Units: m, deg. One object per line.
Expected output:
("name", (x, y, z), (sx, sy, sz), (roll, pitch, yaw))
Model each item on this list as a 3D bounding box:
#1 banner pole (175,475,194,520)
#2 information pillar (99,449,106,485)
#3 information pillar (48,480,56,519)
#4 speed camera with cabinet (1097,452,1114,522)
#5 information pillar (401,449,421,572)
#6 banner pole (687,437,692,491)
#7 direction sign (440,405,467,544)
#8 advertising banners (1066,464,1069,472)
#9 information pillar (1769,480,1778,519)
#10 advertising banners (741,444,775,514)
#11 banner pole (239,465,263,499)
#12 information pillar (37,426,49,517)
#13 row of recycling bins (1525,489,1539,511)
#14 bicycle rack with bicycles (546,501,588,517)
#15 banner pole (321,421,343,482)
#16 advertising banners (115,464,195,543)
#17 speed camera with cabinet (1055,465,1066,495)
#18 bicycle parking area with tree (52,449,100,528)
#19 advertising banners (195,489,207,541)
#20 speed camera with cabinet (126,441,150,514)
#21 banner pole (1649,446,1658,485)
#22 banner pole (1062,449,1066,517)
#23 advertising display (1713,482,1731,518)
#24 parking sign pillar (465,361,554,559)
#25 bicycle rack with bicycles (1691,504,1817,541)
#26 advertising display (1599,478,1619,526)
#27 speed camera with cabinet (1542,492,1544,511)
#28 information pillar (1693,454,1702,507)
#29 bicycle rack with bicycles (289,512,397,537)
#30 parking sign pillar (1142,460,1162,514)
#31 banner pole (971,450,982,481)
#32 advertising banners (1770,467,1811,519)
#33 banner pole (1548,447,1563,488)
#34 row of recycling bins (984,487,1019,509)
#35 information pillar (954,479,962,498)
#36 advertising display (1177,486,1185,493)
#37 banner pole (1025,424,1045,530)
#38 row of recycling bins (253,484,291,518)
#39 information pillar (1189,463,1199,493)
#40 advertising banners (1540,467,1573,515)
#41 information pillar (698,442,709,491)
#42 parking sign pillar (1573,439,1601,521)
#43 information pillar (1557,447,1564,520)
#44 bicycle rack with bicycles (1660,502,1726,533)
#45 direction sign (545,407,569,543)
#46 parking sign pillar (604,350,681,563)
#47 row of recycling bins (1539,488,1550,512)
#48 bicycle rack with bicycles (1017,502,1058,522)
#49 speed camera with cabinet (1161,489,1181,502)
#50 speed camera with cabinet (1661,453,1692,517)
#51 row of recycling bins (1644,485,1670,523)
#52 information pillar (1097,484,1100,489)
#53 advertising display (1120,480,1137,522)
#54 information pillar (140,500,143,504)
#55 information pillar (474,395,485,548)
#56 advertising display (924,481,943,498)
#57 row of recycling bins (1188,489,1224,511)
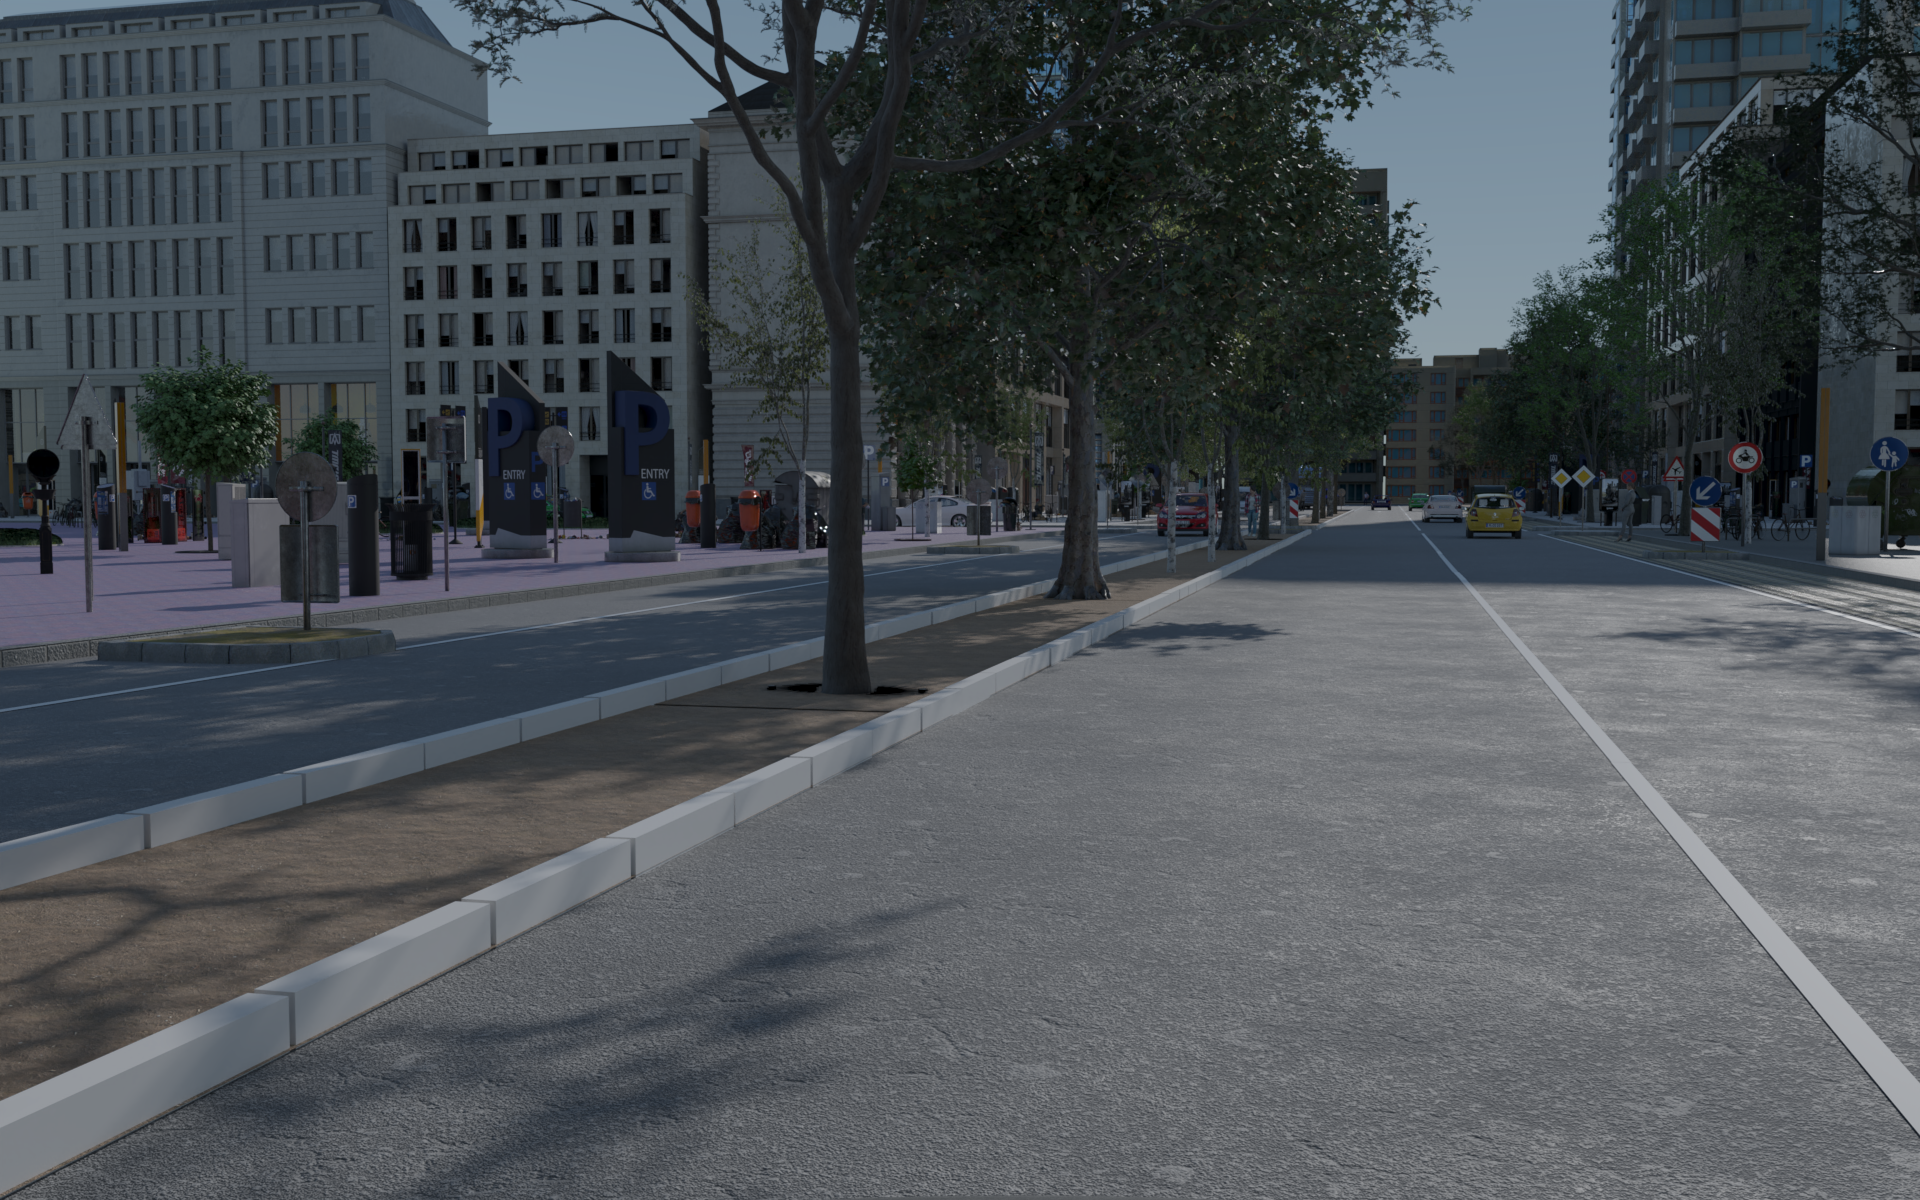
("banner pole", (-38.167, -5.845, 85.585), (0.863, 3.779, 0.401), (1, 4, 15))
("information pillar", (-43.492, -5.901, 87.841), (0.183, 3.616, 0.504), (1, 4, 10))
("information pillar", (-46.795, -5.182, 89.221), (0.304, 2.012, 0.304), (0, 4, -1))
("speed camera with cabinet", (6.719, -5.268, 80.474), (0.660, 3.252, 2.038), (1, 4, 16))
("information pillar", (-8.941, -1.453, 28.249), (0.304, 2.012, 0.304), (-1, 4, -16))
("banner pole", (-11.827, -5.257, 75.964), (0.401, 3.779, 0.863), (0, 4, 3))
("direction sign", (-12.914, -3.194, 44.227), (0.379, 3.537, 0.876), (2, 4, 27))
("advertising banners", (6.142, -5.506, 86.215), (2.074, 3.025, 0.090), (2, 4, 35))
("information pillar", (41.784, -5.167, 88.971), (0.304, 2.012, 0.304), (3, 5, 41))
("advertising banners", (-6.906, -4.013, 61.796), (2.074, 3.025, 0.090), (-3, 4, -38))
("banner pole", (-20.672, -3.708, 50.649), (0.863, 3.779, 0.401), (-3, 5, -39))
("information pillar", (-31.458, -4.163, 59.418), (0.504, 3.616, 0.183), (2, 4, 32))
("row of recycling bins", (42.948, -7.488, 129.536), (1.069, 1.692, 3.534), (1, 4, 11))
("bicycle rack with bicycles", (-20.110, -4.534, 87.521), (2.852, 0.926, 2.925), (0, 4, 5))
("banner pole", (-21.595, -4.248, 59.469), (0.863, 3.779, 0.401), (0, 4, -1))
("advertising banners", (-21.101, -2.996, 45.165), (2.074, 3.025, 0.090), (0, 4, 1))
("speed camera with cabinet", (6.842, -7.528, 117.415), (0.660, 3.252, 2.038), (0, 4, -4))
("bicycle parking area with tree", (-36.092, -4.875, 66.715), (8.231, 4.147, 9.016), (-1, 4, -18))
("advertising banners", (-20.940, -3.077, 46.503), (0.090, 3.025, 2.074), (1, 4, 12))
("speed camera with cabinet", (-30.218, -4.317, 64.926), (0.660, 3.252, 2.038), (2, 4, 29))
("banner pole", (36.235, -6.154, 90.640), (0.401, 3.779, 0.863), (-1, 4, -15))
("banner pole", (5.732, -6.453, 95.522), (0.401, 3.779, 0.863), (1, 4, 15))
("advertising display", (41.479, -5.448, 94.288), (0.974, 1.923, 0.123), (0, 4, -5))
("parking sign pillar", (-8.905, -2.833, 34.797), (1.447, 3.967, 1.447), (3, 4, 37))
("bicycle rack with bicycles", (22.447, -2.132, 48.240), (2.925, 0.926, 2.852), (-3, 4, -36))
("advertising display", (25.895, -3.908, 69.116), (0.974, 1.923, 0.123), (-2, 4, -28))
("speed camera with cabinet", (45.905, -8.558, 134.264), (2.038, 3.252, 0.660), (1, 4, 23))
("information pillar", (42.725, -6.670, 100.406), (0.504, 3.616, 0.183), (-1, 4, -14))
("bicycle rack with bicycles", (-18.269, -2.267, 50.443), (2.925, 0.926, 2.852), (0, 4, 4))
("parking sign pillar", (12.110, -7.425, 109.869), (1.447, 3.967, 1.447), (0, 4, -6))
("banner pole", (0.881, -6.587, 97.716), (0.863, 3.779, 0.401), (-2, 4, -26))
("advertising banners", (42.272, -5.618, 88.038), (2.074, 3.025, 0.090), (0, 4, 3))
("banner pole", (31.707, -6.244, 92.107), (0.863, 3.779, 0.401), (2, 4, 28))
("row of recycling bins", (1.911, -5.367, 94.869), (1.069, 1.692, 3.534), (3, 5, 42))
("information pillar", (-0.098, -4.903, 84.649), (0.304, 2.012, 0.304), (1, 4, 22))
("advertising display", (18.449, -8.553, 145.048), (0.974, 1.923, 0.123), (2, 4, 24))
("banner pole", (2.701, -4.392, 61.827), (0.863, 3.779, 0.401), (-3, 5, -39))
("row of recycling bins", (-26.770, -3.854, 70.128), (3.534, 1.692, 1.069), (-1, 4, -10))
("information pillar", (17.688, -8.481, 130.020), (0.504, 3.616, 0.183), (0, 4, 1))
("advertising banners", (37.284, -6.858, 108.312), (2.074, 3.025, 0.090), (0, 4, -1))
("information pillar", (-11.398, -5.249, 77.168), (0.504, 3.616, 0.183), (-1, 4, -21))
("parking sign pillar", (30.487, -5.834, 83.864), (1.447, 3.967, 1.447), (0, 4, -8))
("information pillar", (30.130, -5.837, 86.785), (0.183, 3.616, 0.504), (2, 4, 32))
("bicycle rack with bicycles", (24.557, -2.620, 56.213), (2.852, 0.926, 2.925), (-1, 4, -9))
("direction sign", (-10.573, -3.250, 45.133), (0.876, 3.537, 0.379), (1, 4, 21))
("parking sign pillar", (-6.072, -2.725, 33.023), (1.447, 3.967, 1.447), (3, 5, 40))
("row of recycling bins", (42.930, -7.214, 125.069), (1.069, 1.692, 3.534), (1, 4, 8))
("bicycle rack with bicycles", (3.398, -4.008, 78.905), (2.852, 0.926, 2.925), (0, 4, 4))
("speed camera with cabinet", (14.197, -7.655, 119.498), (2.038, 3.252, 0.660), (2, 4, 24))
("speed camera with cabinet", (34.446, -5.438, 83.251), (0.660, 3.252, 2.038), (0, 4, -5))
("row of recycling bins", (30.944, -4.291, 77.271), (1.069, 1.692, 3.534), (1, 4, 14))
("information pillar", (10.123, -7.567, 128.215), (0.304, 2.012, 0.304), (-1, 4, -14))
("advertising display", (7.809, -4.630, 80.909), (0.123, 1.923, 0.974), (-2, 4, -28))
("information pillar", (-34.041, -4.150, 72.343), (0.304, 2.012, 0.304), (-3, 4, -37))
("information pillar", (-11.457, -3.051, 41.243), (0.183, 3.616, 0.504), (0, 4, -5))
("advertising display", (-1.244, -4.669, 81.558), (0.974, 1.923, 0.123), (-2, 4, -25))
("row of recycling bins", (19.084, -7.722, 133.364), (3.534, 1.692, 1.069), (3, 5, 39))
